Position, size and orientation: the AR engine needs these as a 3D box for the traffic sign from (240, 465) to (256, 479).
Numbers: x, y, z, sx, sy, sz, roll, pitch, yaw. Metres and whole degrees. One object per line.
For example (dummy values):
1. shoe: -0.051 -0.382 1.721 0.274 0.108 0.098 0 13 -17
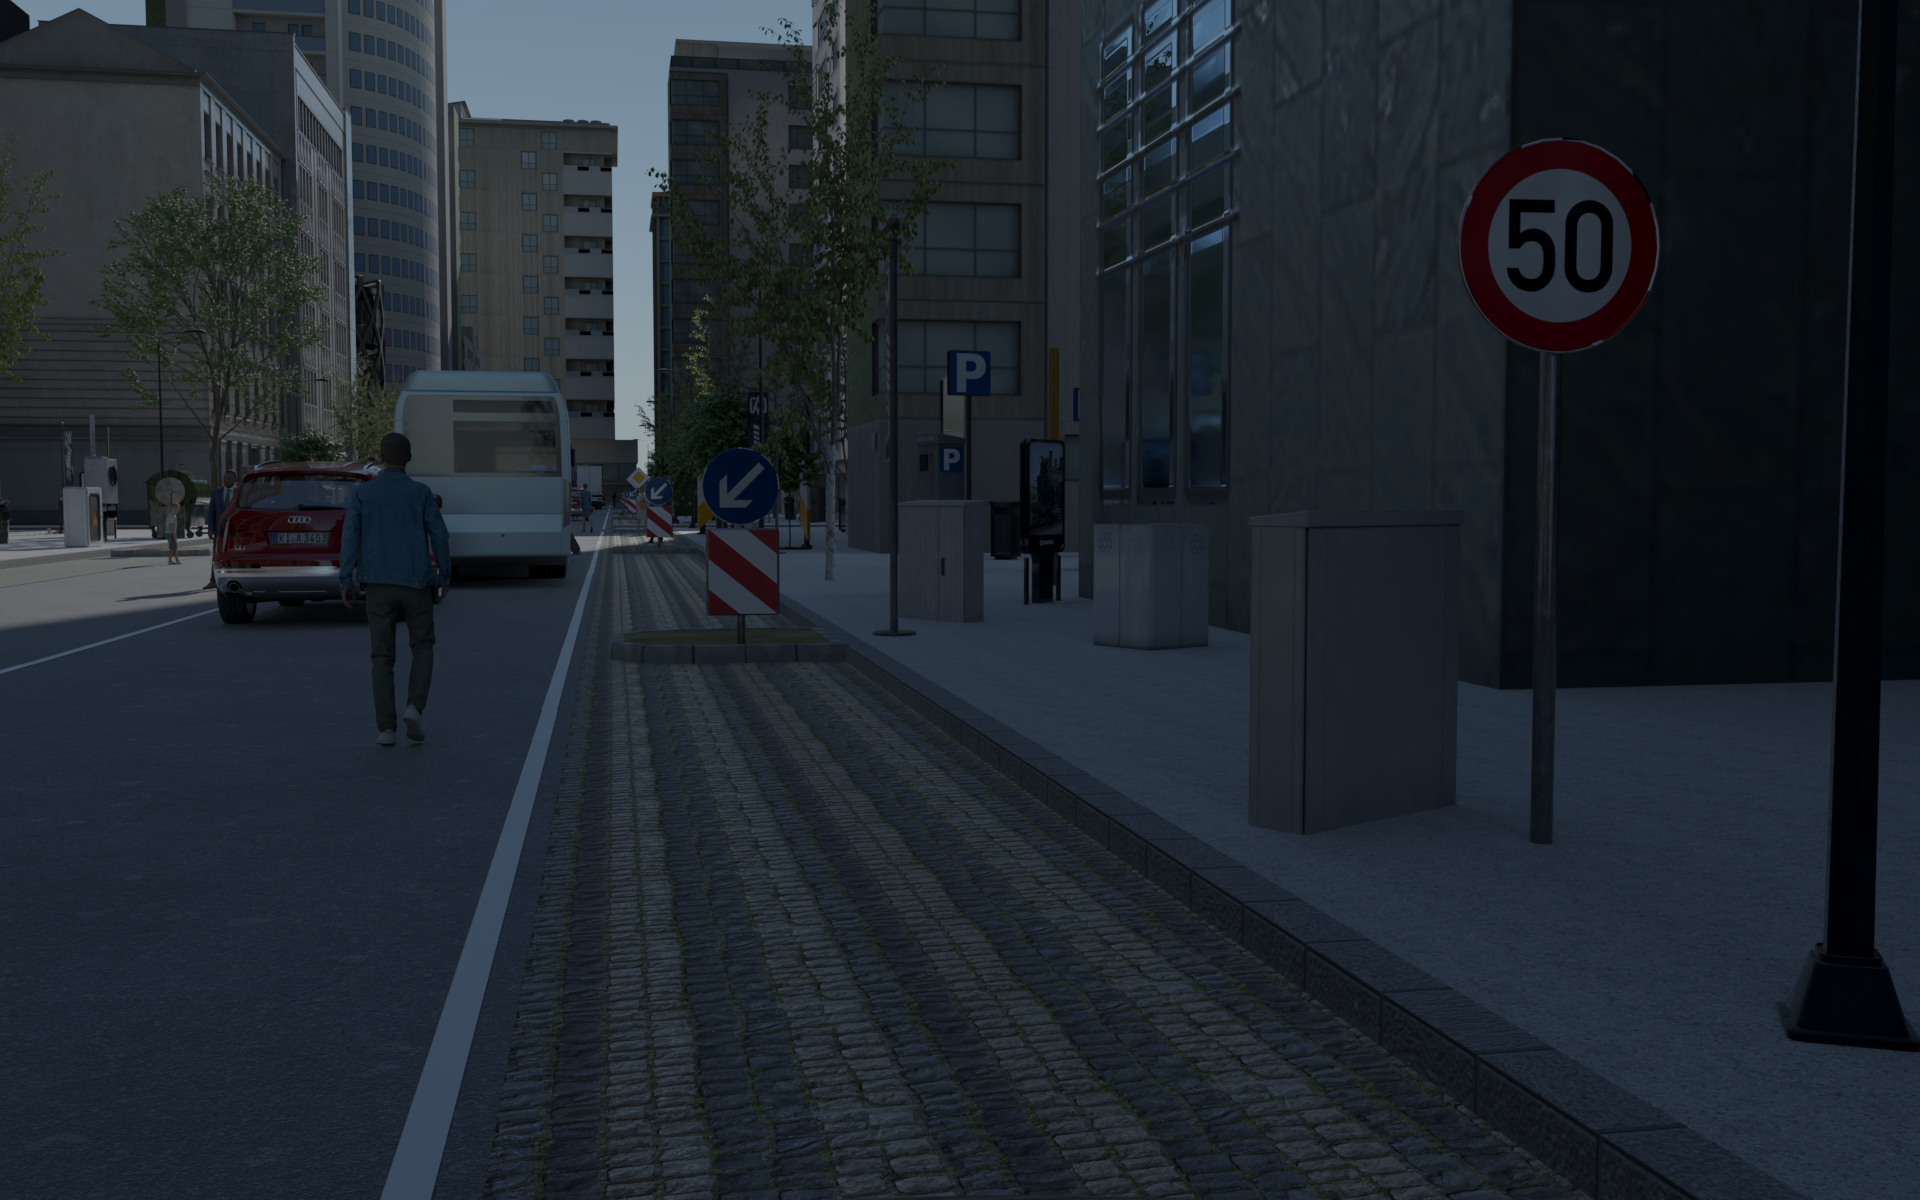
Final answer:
1. traffic sign: -25.259 -3.639 61.628 0.606 2.300 0.079 -1 4 -11

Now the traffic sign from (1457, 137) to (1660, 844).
1. traffic sign: 2.142 -0.379 6.303 0.768 2.556 0.104 0 4 -8

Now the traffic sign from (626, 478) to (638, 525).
1. traffic sign: -13.499 -4.194 72.215 0.795 2.450 0.064 -1 4 -11

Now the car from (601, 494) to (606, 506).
1. car: -43.089 -12.024 205.259 2.281 1.827 5.304 -1 4 -10

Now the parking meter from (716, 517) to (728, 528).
1. parking meter: -7.769 -2.938 56.446 0.372 1.533 0.369 0 3 0

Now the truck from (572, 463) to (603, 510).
1. truck: -35.132 -10.689 163.675 2.839 4.237 11.283 -1 4 -13

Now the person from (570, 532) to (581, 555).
1. person: -9.636 -1.946 40.528 1.509 1.804 0.699 -2 4 -23

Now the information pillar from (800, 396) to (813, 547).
1. information pillar: -3.738 -3.087 41.822 0.183 3.616 0.504 -2 4 -26

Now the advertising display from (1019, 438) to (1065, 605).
1. advertising display: 0.975 -0.929 20.409 0.123 1.923 0.974 2 4 29

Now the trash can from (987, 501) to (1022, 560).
1. trash can: 0.898 -1.359 33.868 0.748 1.137 0.748 0 3 0

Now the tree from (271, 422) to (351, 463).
1. tree: -29.469 -5.806 78.635 4.285 4.588 4.351 0 3 0

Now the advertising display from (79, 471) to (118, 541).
1. advertising display: -24.744 -2.724 49.753 0.974 1.923 0.123 -3 5 -42

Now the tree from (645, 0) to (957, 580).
1. tree: -2.152 -4.606 25.667 4.737 8.622 4.395 0 3 0

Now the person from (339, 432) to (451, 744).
1. person: -3.217 -0.064 9.888 0.601 1.785 0.444 -1 4 -14

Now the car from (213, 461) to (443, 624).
1. car: -7.469 -0.744 20.833 2.281 1.827 5.304 -1 4 -11

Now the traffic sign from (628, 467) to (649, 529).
1. traffic sign: -11.933 -3.715 64.385 0.795 2.450 0.064 -1 4 -11

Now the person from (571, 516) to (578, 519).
1. person: -22.168 -5.574 99.842 0.606 1.804 0.583 -3 5 -40

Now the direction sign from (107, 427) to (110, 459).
1. direction sign: -28.886 -4.087 58.818 0.379 3.537 0.876 -2 4 -23

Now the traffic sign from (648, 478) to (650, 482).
1. traffic sign: -22.269 -7.681 125.689 0.768 2.556 0.104 0 4 -2

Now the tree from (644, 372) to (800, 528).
1. tree: -6.265 -3.867 46.935 4.285 4.588 4.351 0 3 0

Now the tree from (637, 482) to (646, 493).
1. tree: -34.704 -11.879 188.829 1.663 3.219 1.824 0 3 0

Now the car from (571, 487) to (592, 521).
1. car: -20.959 -5.172 93.232 2.281 1.827 5.304 -1 4 -13

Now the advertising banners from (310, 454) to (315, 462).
1. advertising banners: -28.303 -4.817 74.944 0.090 3.025 2.074 0 4 2

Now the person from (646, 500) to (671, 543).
1. person: -8.718 -2.529 50.039 0.721 1.800 0.419 0 4 6

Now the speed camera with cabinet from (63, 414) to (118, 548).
1. speed camera with cabinet: -21.303 -2.943 42.449 0.660 3.252 2.038 0 4 -6

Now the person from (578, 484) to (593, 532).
1. person: -13.963 -3.436 64.695 0.581 1.822 0.654 -2 4 -34

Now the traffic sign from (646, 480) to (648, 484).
1. traffic sign: -24.424 -8.368 136.927 0.768 2.556 0.104 0 4 -7

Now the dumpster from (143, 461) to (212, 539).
1. dumpster: -22.919 -2.949 50.709 1.502 2.255 1.985 -1 4 -11

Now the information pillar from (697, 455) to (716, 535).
1. information pillar: -8.095 -3.889 54.947 0.504 3.616 0.183 -1 4 -18

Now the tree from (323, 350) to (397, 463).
1. tree: -30.547 -8.444 88.425 4.360 8.622 3.978 0 3 0

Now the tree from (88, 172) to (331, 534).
1. tree: -24.004 -7.951 55.758 9.928 11.665 9.643 0 3 0

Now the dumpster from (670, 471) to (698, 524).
1. dumpster: -11.764 -4.393 74.317 1.502 2.255 1.985 -1 4 -11

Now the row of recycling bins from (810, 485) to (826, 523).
1. row of recycling bins: -6.752 -4.404 79.117 1.069 1.692 3.534 0 4 2

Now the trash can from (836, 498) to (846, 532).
1. trash can: -3.785 -2.857 58.359 0.748 1.137 0.748 0 3 0

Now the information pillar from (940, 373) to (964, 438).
1. information pillar: -0.124 -2.341 29.632 0.504 3.616 0.183 -3 5 -41

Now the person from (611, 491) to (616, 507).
1. person: -38.418 -11.175 192.029 0.721 1.723 1.217 1 4 12

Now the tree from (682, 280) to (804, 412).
1. tree: -7.711 -6.732 60.429 4.360 8.622 3.978 0 3 0

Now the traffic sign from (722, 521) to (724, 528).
1. traffic sign: -7.360 -3.278 53.705 0.768 2.556 0.104 0 4 -3

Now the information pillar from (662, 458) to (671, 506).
1. information pillar: -16.511 -6.489 97.448 0.504 3.616 0.183 1 4 10

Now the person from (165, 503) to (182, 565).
1. person: -15.996 -1.348 35.224 0.352 1.250 0.332 1 4 11

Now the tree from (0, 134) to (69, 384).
1. tree: -20.207 -5.191 35.243 4.737 8.622 4.395 0 3 0

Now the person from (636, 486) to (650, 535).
1. person: -10.935 -3.071 59.716 0.512 1.701 0.522 -1 4 -11

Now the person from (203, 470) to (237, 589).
1. person: -11.167 -1.082 26.378 0.721 1.800 0.419 -2 4 -23

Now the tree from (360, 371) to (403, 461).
1. tree: -34.326 -9.399 104.034 4.737 8.622 4.395 0 3 0

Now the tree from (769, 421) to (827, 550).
1. tree: -3.823 -2.784 40.122 1.663 3.219 1.824 0 3 0
